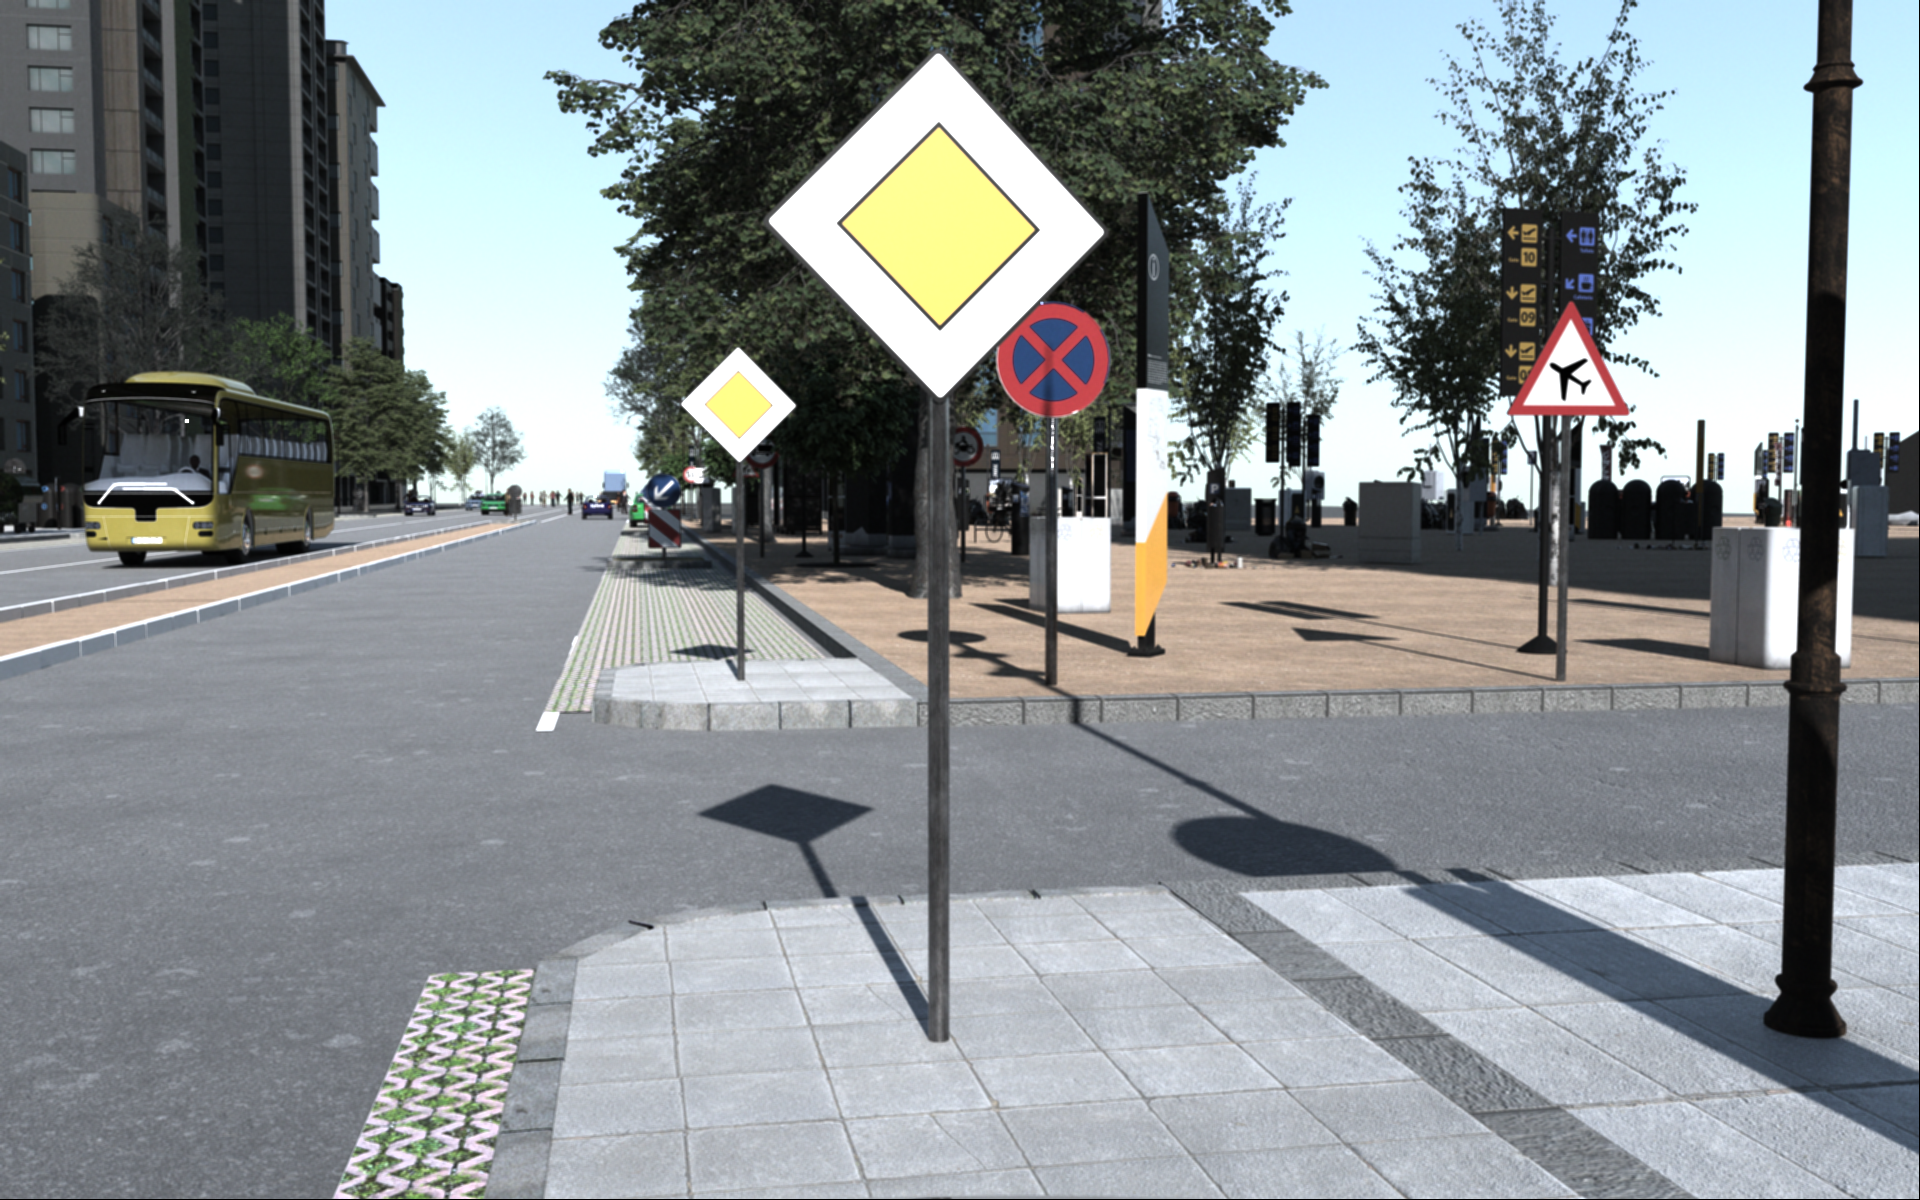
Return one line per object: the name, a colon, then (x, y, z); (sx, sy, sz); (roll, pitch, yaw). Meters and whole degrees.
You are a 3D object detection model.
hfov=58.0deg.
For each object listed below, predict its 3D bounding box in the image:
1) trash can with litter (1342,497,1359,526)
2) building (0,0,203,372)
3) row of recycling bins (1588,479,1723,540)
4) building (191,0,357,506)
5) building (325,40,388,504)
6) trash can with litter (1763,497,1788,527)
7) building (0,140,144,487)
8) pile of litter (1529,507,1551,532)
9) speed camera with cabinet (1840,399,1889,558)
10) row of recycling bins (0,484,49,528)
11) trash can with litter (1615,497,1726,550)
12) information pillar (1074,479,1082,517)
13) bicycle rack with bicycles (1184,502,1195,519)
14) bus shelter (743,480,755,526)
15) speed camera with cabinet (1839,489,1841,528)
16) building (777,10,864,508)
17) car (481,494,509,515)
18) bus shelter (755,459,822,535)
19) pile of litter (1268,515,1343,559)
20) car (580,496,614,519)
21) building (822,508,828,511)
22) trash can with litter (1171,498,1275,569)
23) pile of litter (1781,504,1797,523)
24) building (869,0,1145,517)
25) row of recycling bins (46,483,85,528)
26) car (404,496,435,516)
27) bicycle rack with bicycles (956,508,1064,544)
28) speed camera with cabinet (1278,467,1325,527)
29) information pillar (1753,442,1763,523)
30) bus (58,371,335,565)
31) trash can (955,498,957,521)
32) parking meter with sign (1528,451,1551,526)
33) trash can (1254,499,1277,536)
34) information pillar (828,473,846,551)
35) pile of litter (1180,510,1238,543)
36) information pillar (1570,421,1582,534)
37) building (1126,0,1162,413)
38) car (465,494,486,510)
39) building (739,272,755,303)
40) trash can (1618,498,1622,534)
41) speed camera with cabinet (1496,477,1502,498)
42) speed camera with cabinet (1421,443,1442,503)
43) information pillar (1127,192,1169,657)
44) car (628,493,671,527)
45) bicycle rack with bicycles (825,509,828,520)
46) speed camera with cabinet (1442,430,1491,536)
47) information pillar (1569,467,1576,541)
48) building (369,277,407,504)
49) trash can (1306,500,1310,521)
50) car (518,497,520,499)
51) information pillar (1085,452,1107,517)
trash can with litter: (16.015, -3.585, 69.995); (1.055, 1.170, 0.624); (0, 4, 3)
building: (-59.157, -26.308, 113.727); (14.154, 41.232, 14.086); (-1, 4, -10)
row of recycling bins: (19.645, -2.561, 48.986); (3.534, 1.692, 1.069); (1, 4, 18)
building: (-75.121, -45.414, 180.763); (20.563, 71.187, 20.611); (-1, 4, -10)
building: (-83.859, -37.618, 204.285); (28.713, 52.752, 27.495); (-1, 4, -10)
trash can with litter: (26.572, -2.742, 56.221); (0.624, 1.170, 1.055); (-1, 4, -9)
building: (-62.157, -15.098, 91.900); (27.650, 21.520, 28.899); (-1, 4, -10)
pile of litter: (19.882, -2.732, 58.633); (1.176, 0.858, 1.719); (1, 4, 21)
speed camera with cabinet: (18.636, -2.521, 35.551); (0.660, 3.252, 2.038); (1, 4, 21)
row of recycling bins: (-39.101, -3.923, 71.254); (3.534, 1.692, 1.069); (2, 4, 33)
trash can with litter: (16.512, -1.795, 40.409); (2.233, 1.210, 1.678); (2, 4, 27)
information pillar: (5.601, -4.738, 81.964); (0.304, 2.012, 0.304); (-1, 4, -14)
bicycle rack with bicycles: (11.739, -4.301, 83.702); (2.852, 0.926, 2.925); (2, 4, 33)
bus shelter: (-8.501, -5.836, 73.043); (2.179, 5.291, 8.768); (-1, 4, -11)
speed camera with cabinet: (30.009, -3.919, 58.407); (2.038, 3.252, 0.660); (0, 4, -8)
building: (-14.728, -46.940, 205.720); (20.563, 71.187, 20.611); (-1, 4, -10)
car: (-32.324, -6.844, 120.699); (1.959, 1.807, 4.718); (-1, 4, -10)
bus shelter: (-5.426, -4.930, 58.234); (2.179, 5.291, 8.768); (-1, 4, -11)
pile of litter: (6.915, -1.269, 34.711); (1.719, 0.858, 1.176); (-1, 4, -11)
car: (-20.800, -5.305, 99.312); (1.945, 1.354, 3.894); (-1, 4, -12)
building: (-1.940, -43.070, 142.440); (20.563, 71.187, 20.611); (-1, 4, -10)
trash can with litter: (4.543, -1.197, 30.631); (1.678, 1.210, 2.233); (0, 4, -5)
pile of litter: (37.535, -3.940, 78.391); (1.719, 0.858, 1.176); (-3, 4, -36)
building: (2.277, -27.794, 104.540); (14.600, 45.320, 14.200); (-1, 4, -10)
row of recycling bins: (-34.302, -3.783, 68.967); (1.069, 1.692, 3.534); (2, 4, 25)
car: (-36.105, -6.311, 115.764); (1.945, 1.354, 3.894); (-1, 4, -12)
bicycle rack with bicycles: (1.841, -1.978, 45.727); (2.852, 0.926, 2.925); (3, 5, 40)
speed camera with cabinet: (13.322, -4.474, 67.479); (2.038, 3.252, 0.660); (-3, 4, -37)
information pillar: (35.788, -5.280, 77.676); (0.504, 3.616, 0.183); (-2, 4, -35)
bus: (-16.318, -2.863, 38.365); (2.896, 3.916, 12.252); (-1, 4, -10)
trash can: (-0.315, -3.440, 67.893); (0.748, 1.137, 0.748); (0, 3, 0)
parking meter with sign: (23.875, -4.516, 70.090); (1.738, 3.016, 0.543); (-1, 4, -14)
trash can: (9.403, -2.550, 53.348); (0.748, 1.137, 0.748); (0, 3, 0)
information pillar: (-2.769, -2.110, 38.986); (0.304, 2.012, 0.304); (-3, 5, -41)
pile of litter: (6.500, -1.959, 45.991); (1.719, 0.858, 1.176); (3, 5, 42)
information pillar: (19.585, -3.907, 55.227); (0.183, 3.616, 0.504); (-3, 5, -45)
building: (1.396, -41.815, 121.929); (20.563, 71.187, 20.611); (-1, 4, -10)
car: (-42.763, -8.659, 153.577); (2.014, 1.417, 4.499); (-1, 4, -9)
building: (-18.528, -35.305, 231.858); (22.147, 44.769, 28.867); (-1, 4, -10)
trash can: (21.486, -2.696, 55.739); (0.748, 1.137, 0.748); (0, 3, 0)
speed camera with cabinet: (28.252, -5.967, 91.894); (0.660, 3.252, 2.038); (2, 4, 30)
speed camera with cabinet: (18.813, -4.431, 66.777); (0.660, 3.252, 2.038); (-3, 5, -39)
information pillar: (1.521, -1.369, 13.744); (0.183, 3.616, 0.504); (2, 4, 28)
car: (-13.434, -4.066, 75.277); (1.959, 1.807, 4.718); (-1, 4, -10)
bicycle rack with bicycles: (-4.869, -4.141, 81.081); (2.925, 0.926, 2.852); (-1, 4, -9)
speed camera with cabinet: (15.836, -3.658, 54.149); (0.660, 3.252, 2.038); (0, 4, -3)
information pillar: (16.471, -2.597, 46.949); (0.304, 2.012, 0.304); (0, 4, -7)
building: (-80.812, -27.825, 226.645); (14.160, 30.474, 14.107); (-1, 4, -10)
trash can: (16.129, -4.262, 81.330); (0.748, 1.137, 0.748); (0, 3, 0)
car: (-50.137, -11.266, 193.233); (2.155, 1.783, 4.494); (-1, 4, -11)
information pillar: (2.410, -1.606, 30.745); (0.304, 2.012, 0.304); (-1, 4, -22)
